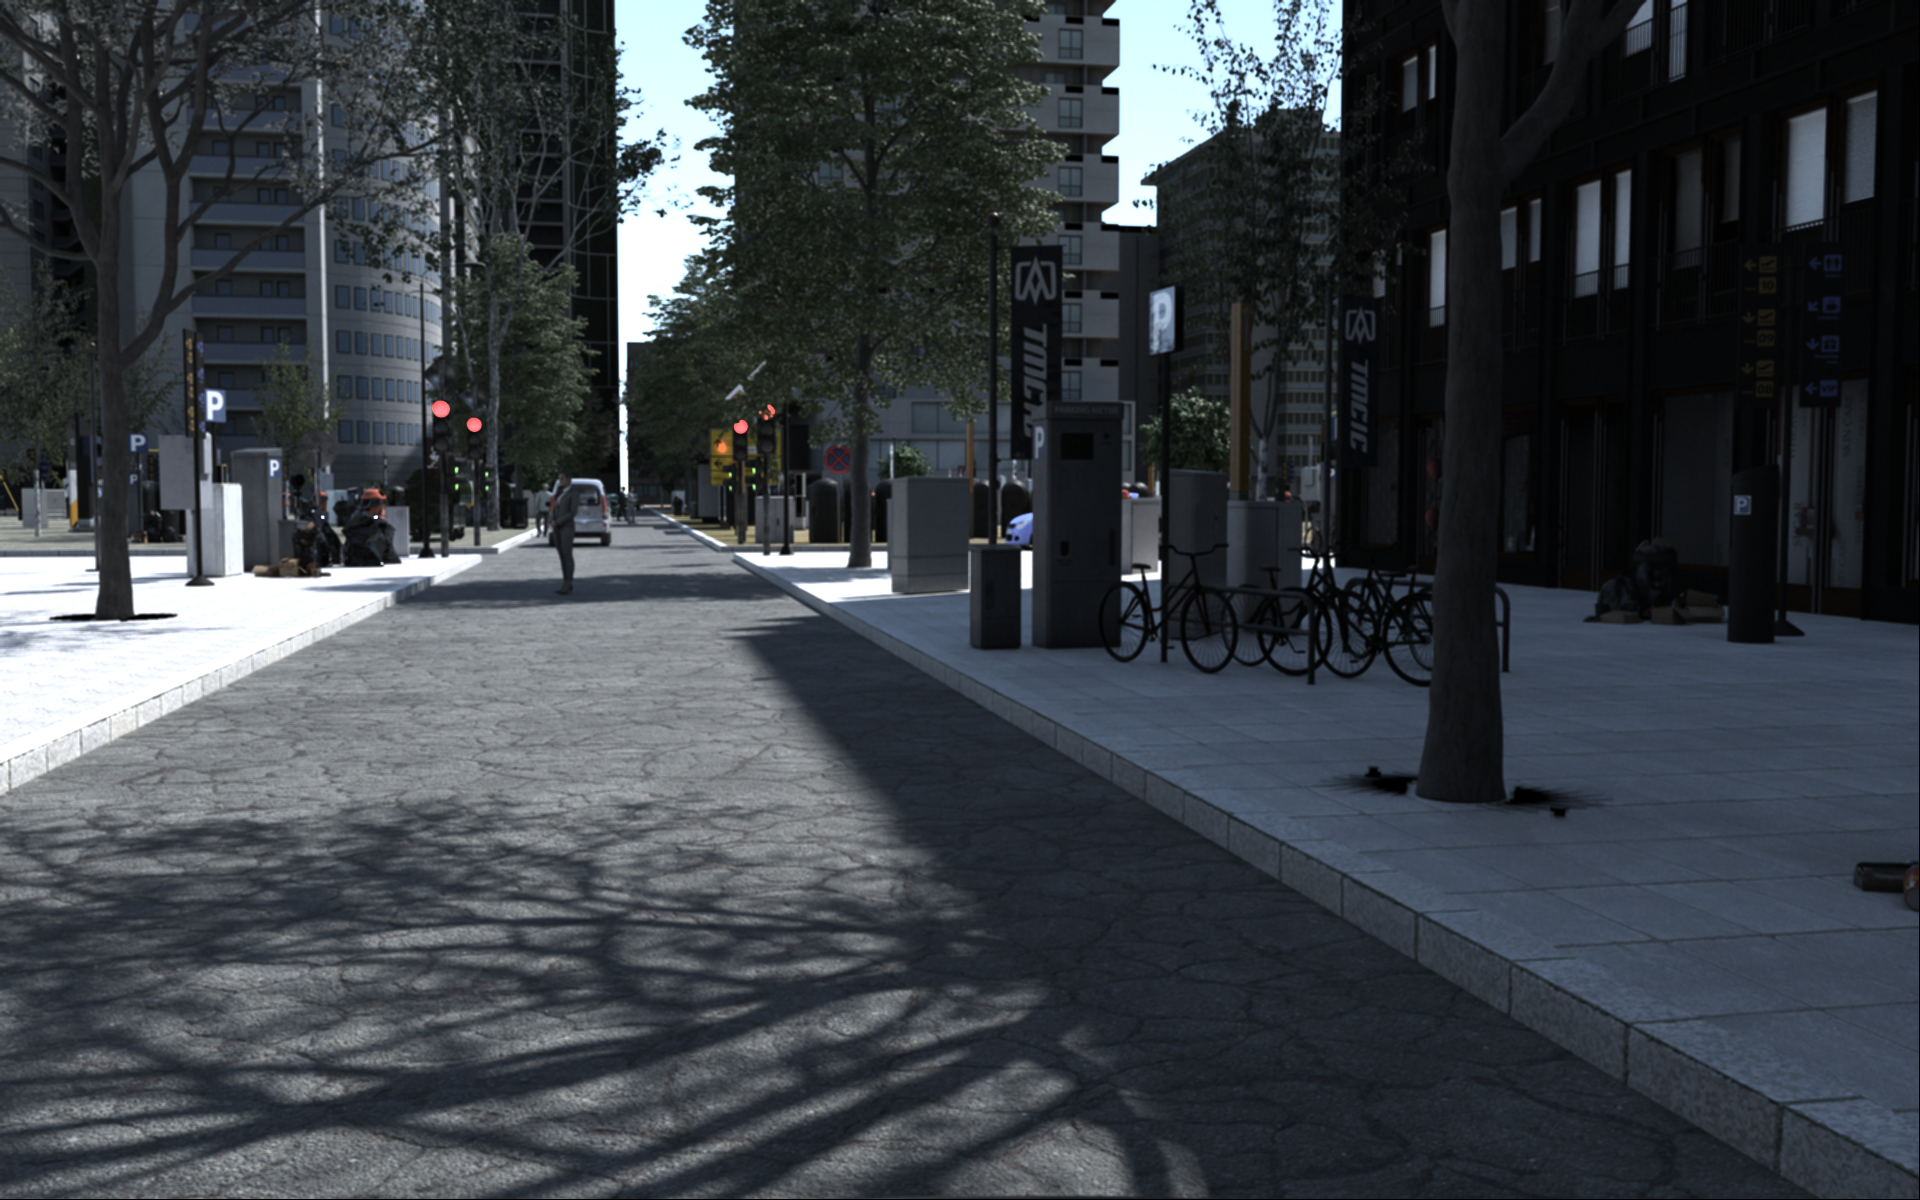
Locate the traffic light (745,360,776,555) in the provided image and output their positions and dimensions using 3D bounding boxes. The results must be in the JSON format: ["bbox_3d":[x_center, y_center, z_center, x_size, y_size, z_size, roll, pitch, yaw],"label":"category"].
[{"bbox_3d":[-4.074,-2.893,36.221,0.839,4.253,0.868,-1,4,-11],"label":"traffic light"}]

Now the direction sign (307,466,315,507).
[{"bbox_3d":[-31.424,-5.631,84.070,0.379,3.537,0.876,1,4,10],"label":"direction sign"}]

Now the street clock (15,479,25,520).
[{"bbox_3d":[-45.835,-4.889,84.503,0.358,2.002,0.471,0,4,0],"label":"street clock"}]

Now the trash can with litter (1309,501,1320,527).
[{"bbox_3d":[13.674,-3.287,65.130,1.055,1.170,0.624,0,4,7],"label":"trash can with litter"}]

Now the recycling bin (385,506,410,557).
[{"bbox_3d":[-11.705,-1.392,35.309,0.722,1.027,0.722,-3,5,-40],"label":"recycling bin"}]

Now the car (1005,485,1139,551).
[{"bbox_3d":[2.981,-2.058,43.238,3.694,1.707,1.945,-1,4,-11],"label":"car"}]

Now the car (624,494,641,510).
[{"bbox_3d":[-30.269,-9.174,158.791,1.959,1.807,4.718,-1,4,-11],"label":"car"}]

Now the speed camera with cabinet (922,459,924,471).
[{"bbox_3d":[-2.796,-6.354,98.228,2.038,3.252,0.660,2,4,26],"label":"speed camera with cabinet"}]

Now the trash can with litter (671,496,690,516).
[{"bbox_3d":[-16.220,-5.470,100.818,1.055,1.170,0.624,-2,4,-30],"label":"trash can with litter"}]

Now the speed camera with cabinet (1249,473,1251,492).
[{"bbox_3d":[11.743,-4.737,71.781,0.660,3.252,2.038,1,4,9],"label":"speed camera with cabinet"}]

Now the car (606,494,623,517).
[{"bbox_3d":[-22.263,-5.961,109.267,2.131,1.459,4.920,-1,4,-13],"label":"car"}]

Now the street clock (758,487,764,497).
[{"bbox_3d":[-6.271,-3.074,54.825,0.358,2.002,0.471,-1,4,-10],"label":"street clock"}]

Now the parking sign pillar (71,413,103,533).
[{"bbox_3d":[-29.085,-4.259,58.112,1.447,3.967,1.447,0,4,3],"label":"parking sign pillar"}]

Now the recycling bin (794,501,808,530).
[{"bbox_3d":[-6.085,-3.058,62.557,0.722,1.027,0.722,1,4,21],"label":"recycling bin"}]

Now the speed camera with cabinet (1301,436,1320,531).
[{"bbox_3d":[12.633,-3.955,58.998,2.038,3.252,0.660,3,5,43],"label":"speed camera with cabinet"}]

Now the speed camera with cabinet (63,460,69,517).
[{"bbox_3d":[-50.965,-6.363,98.373,0.660,3.252,2.038,1,4,10],"label":"speed camera with cabinet"}]

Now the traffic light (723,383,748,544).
[{"bbox_3d":[-5.606,-3.372,44.058,0.839,4.253,0.868,-1,4,-11],"label":"traffic light"}]

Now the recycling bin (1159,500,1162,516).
[{"bbox_3d":[8.097,-3.697,73.000,0.722,1.027,0.722,0,4,-6],"label":"recycling bin"}]

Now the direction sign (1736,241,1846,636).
[{"bbox_3d":[7.492,-1.449,15.685,0.876,3.537,0.379,1,4,12],"label":"direction sign"}]

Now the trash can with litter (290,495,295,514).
[{"bbox_3d":[-42.504,-6.139,111.426,2.233,1.210,1.678,1,4,18],"label":"trash can with litter"}]

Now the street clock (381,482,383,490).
[{"bbox_3d":[-34.582,-6.040,103.319,0.358,2.002,0.471,-3,5,-39],"label":"street clock"}]

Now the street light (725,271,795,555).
[{"bbox_3d":[-4.180,-3.893,36.188,1.470,5.913,1.316,-1,4,-11],"label":"street light"}]

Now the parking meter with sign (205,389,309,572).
[{"bbox_3d":[-11.629,-1.981,28.651,1.738,3.016,0.543,1,4,15],"label":"parking meter with sign"}]

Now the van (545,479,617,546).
[{"bbox_3d":[-10.708,-2.561,48.891,2.013,2.044,4.112,-1,4,-10],"label":"van"}]

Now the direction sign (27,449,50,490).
[{"bbox_3d":[-46.224,-5.800,86.825,0.876,3.537,0.379,-2,4,-29],"label":"direction sign"}]

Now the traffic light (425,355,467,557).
[{"bbox_3d":[-10.413,-2.816,34.971,0.839,4.253,0.868,-1,4,-11],"label":"traffic light"}]

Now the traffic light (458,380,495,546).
[{"bbox_3d":[-11.945,-3.296,42.808,0.839,4.253,0.868,-1,4,-11],"label":"traffic light"}]

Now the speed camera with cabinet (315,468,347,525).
[{"bbox_3d":[-26.567,-4.822,73.169,0.660,3.252,2.038,-3,5,-43],"label":"speed camera with cabinet"}]

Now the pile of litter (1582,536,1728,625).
[{"bbox_3d":[7.140,-0.211,17.411,1.719,0.858,1.176,1,4,11],"label":"pile of litter"}]

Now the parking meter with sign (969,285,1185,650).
[{"bbox_3d":[0.963,-1.118,14.543,1.738,3.016,0.543,-1,4,-17],"label":"parking meter with sign"}]

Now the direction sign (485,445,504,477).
[{"bbox_3d":[-21.614,-5.414,80.520,0.876,3.537,0.379,0,4,6],"label":"direction sign"}]

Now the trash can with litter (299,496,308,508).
[{"bbox_3d":[-34.305,-4.868,90.984,1.055,1.170,0.624,1,4,9],"label":"trash can with litter"}]

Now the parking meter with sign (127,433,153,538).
[{"bbox_3d":[-24.170,-3.324,50.609,0.543,3.016,1.738,-3,4,-36],"label":"parking meter with sign"}]

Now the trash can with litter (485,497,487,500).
[{"bbox_3d":[-19.808,-3.795,73.436,0.624,1.170,1.055,-1,4,-23],"label":"trash can with litter"}]

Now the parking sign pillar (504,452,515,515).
[{"bbox_3d":[-28.089,-7.232,106.718,1.447,3.967,1.447,-1,4,-18],"label":"parking sign pillar"}]

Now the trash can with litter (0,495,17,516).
[{"bbox_3d":[-55.868,-5.543,101.691,1.678,1.210,2.233,3,4,37],"label":"trash can with litter"}]

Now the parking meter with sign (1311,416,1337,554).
[{"bbox_3d":[8.180,-2.554,38.016,0.543,3.016,1.738,2,4,28],"label":"parking meter with sign"}]

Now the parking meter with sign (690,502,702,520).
[{"bbox_3d":[-12.901,-5.571,87.353,1.738,3.016,0.543,2,4,35],"label":"parking meter with sign"}]

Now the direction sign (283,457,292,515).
[{"bbox_3d":[-40.968,-6.946,105.557,0.379,3.537,0.876,1,4,8],"label":"direction sign"}]

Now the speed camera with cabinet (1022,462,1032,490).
[{"bbox_3d":[4.619,-6.806,105.610,0.660,3.252,2.038,-2,4,-34],"label":"speed camera with cabinet"}]

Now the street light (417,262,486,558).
[{"bbox_3d":[-10.194,-3.805,34.752,1.470,5.913,1.316,-1,4,-11],"label":"street light"}]

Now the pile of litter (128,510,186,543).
[{"bbox_3d":[-21.281,-1.935,45.605,1.719,0.858,1.176,-1,4,-11],"label":"pile of litter"}]

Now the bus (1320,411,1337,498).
[{"bbox_3d":[15.481,-3.232,44.385,12.252,3.916,2.896,-1,4,-9],"label":"bus"}]

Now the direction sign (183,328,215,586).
[{"bbox_3d":[-10.661,-1.969,24.189,0.379,3.537,0.876,-1,4,-9],"label":"direction sign"}]

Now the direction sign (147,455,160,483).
[{"bbox_3d":[-47.106,-6.695,101.453,0.876,3.537,0.379,0,4,-4],"label":"direction sign"}]

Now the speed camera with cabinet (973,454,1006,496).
[{"bbox_3d":[1.252,-5.613,86.104,2.038,3.252,0.660,2,4,28],"label":"speed camera with cabinet"}]

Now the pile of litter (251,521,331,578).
[{"bbox_3d":[-10.441,-0.799,27.027,1.176,0.858,1.719,-1,4,-18],"label":"pile of litter"}]

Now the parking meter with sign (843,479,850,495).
[{"bbox_3d":[-5.563,-5.530,86.676,0.543,3.016,1.738,-1,4,-16],"label":"parking meter with sign"}]

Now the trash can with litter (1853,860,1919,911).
[{"bbox_3d":[3.793,0.343,5.451,2.233,1.210,1.678,-1,4,-12],"label":"trash can with litter"}]

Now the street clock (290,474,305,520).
[{"bbox_3d":[-23.771,-3.523,62.176,0.358,2.002,0.471,2,4,26],"label":"street clock"}]

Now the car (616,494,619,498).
[{"bbox_3d":[-35.390,-10.030,175.789,2.131,1.459,4.920,-1,4,-10],"label":"car"}]

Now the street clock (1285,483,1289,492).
[{"bbox_3d":[22.106,-6.882,117.094,0.358,2.002,0.471,0,4,6],"label":"street clock"}]

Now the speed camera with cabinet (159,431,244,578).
[{"bbox_3d":[-11.571,-1.962,26.413,0.660,3.252,2.038,0,4,-5],"label":"speed camera with cabinet"}]

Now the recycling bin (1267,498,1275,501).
[{"bbox_3d":[22.359,-6.832,124.252,0.722,1.027,0.722,0,4,4],"label":"recycling bin"}]

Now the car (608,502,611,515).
[{"bbox_3d":[-18.176,-4.502,85.606,2.014,1.417,4.499,-1,4,-13],"label":"car"}]

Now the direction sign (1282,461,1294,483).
[{"bbox_3d":[22.517,-7.766,118.977,0.876,3.537,0.379,-1,4,-12],"label":"direction sign"}]

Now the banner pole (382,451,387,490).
[{"bbox_3d":[-33.716,-6.825,101.601,0.401,3.779,0.863,0,4,-3],"label":"banner pole"}]
